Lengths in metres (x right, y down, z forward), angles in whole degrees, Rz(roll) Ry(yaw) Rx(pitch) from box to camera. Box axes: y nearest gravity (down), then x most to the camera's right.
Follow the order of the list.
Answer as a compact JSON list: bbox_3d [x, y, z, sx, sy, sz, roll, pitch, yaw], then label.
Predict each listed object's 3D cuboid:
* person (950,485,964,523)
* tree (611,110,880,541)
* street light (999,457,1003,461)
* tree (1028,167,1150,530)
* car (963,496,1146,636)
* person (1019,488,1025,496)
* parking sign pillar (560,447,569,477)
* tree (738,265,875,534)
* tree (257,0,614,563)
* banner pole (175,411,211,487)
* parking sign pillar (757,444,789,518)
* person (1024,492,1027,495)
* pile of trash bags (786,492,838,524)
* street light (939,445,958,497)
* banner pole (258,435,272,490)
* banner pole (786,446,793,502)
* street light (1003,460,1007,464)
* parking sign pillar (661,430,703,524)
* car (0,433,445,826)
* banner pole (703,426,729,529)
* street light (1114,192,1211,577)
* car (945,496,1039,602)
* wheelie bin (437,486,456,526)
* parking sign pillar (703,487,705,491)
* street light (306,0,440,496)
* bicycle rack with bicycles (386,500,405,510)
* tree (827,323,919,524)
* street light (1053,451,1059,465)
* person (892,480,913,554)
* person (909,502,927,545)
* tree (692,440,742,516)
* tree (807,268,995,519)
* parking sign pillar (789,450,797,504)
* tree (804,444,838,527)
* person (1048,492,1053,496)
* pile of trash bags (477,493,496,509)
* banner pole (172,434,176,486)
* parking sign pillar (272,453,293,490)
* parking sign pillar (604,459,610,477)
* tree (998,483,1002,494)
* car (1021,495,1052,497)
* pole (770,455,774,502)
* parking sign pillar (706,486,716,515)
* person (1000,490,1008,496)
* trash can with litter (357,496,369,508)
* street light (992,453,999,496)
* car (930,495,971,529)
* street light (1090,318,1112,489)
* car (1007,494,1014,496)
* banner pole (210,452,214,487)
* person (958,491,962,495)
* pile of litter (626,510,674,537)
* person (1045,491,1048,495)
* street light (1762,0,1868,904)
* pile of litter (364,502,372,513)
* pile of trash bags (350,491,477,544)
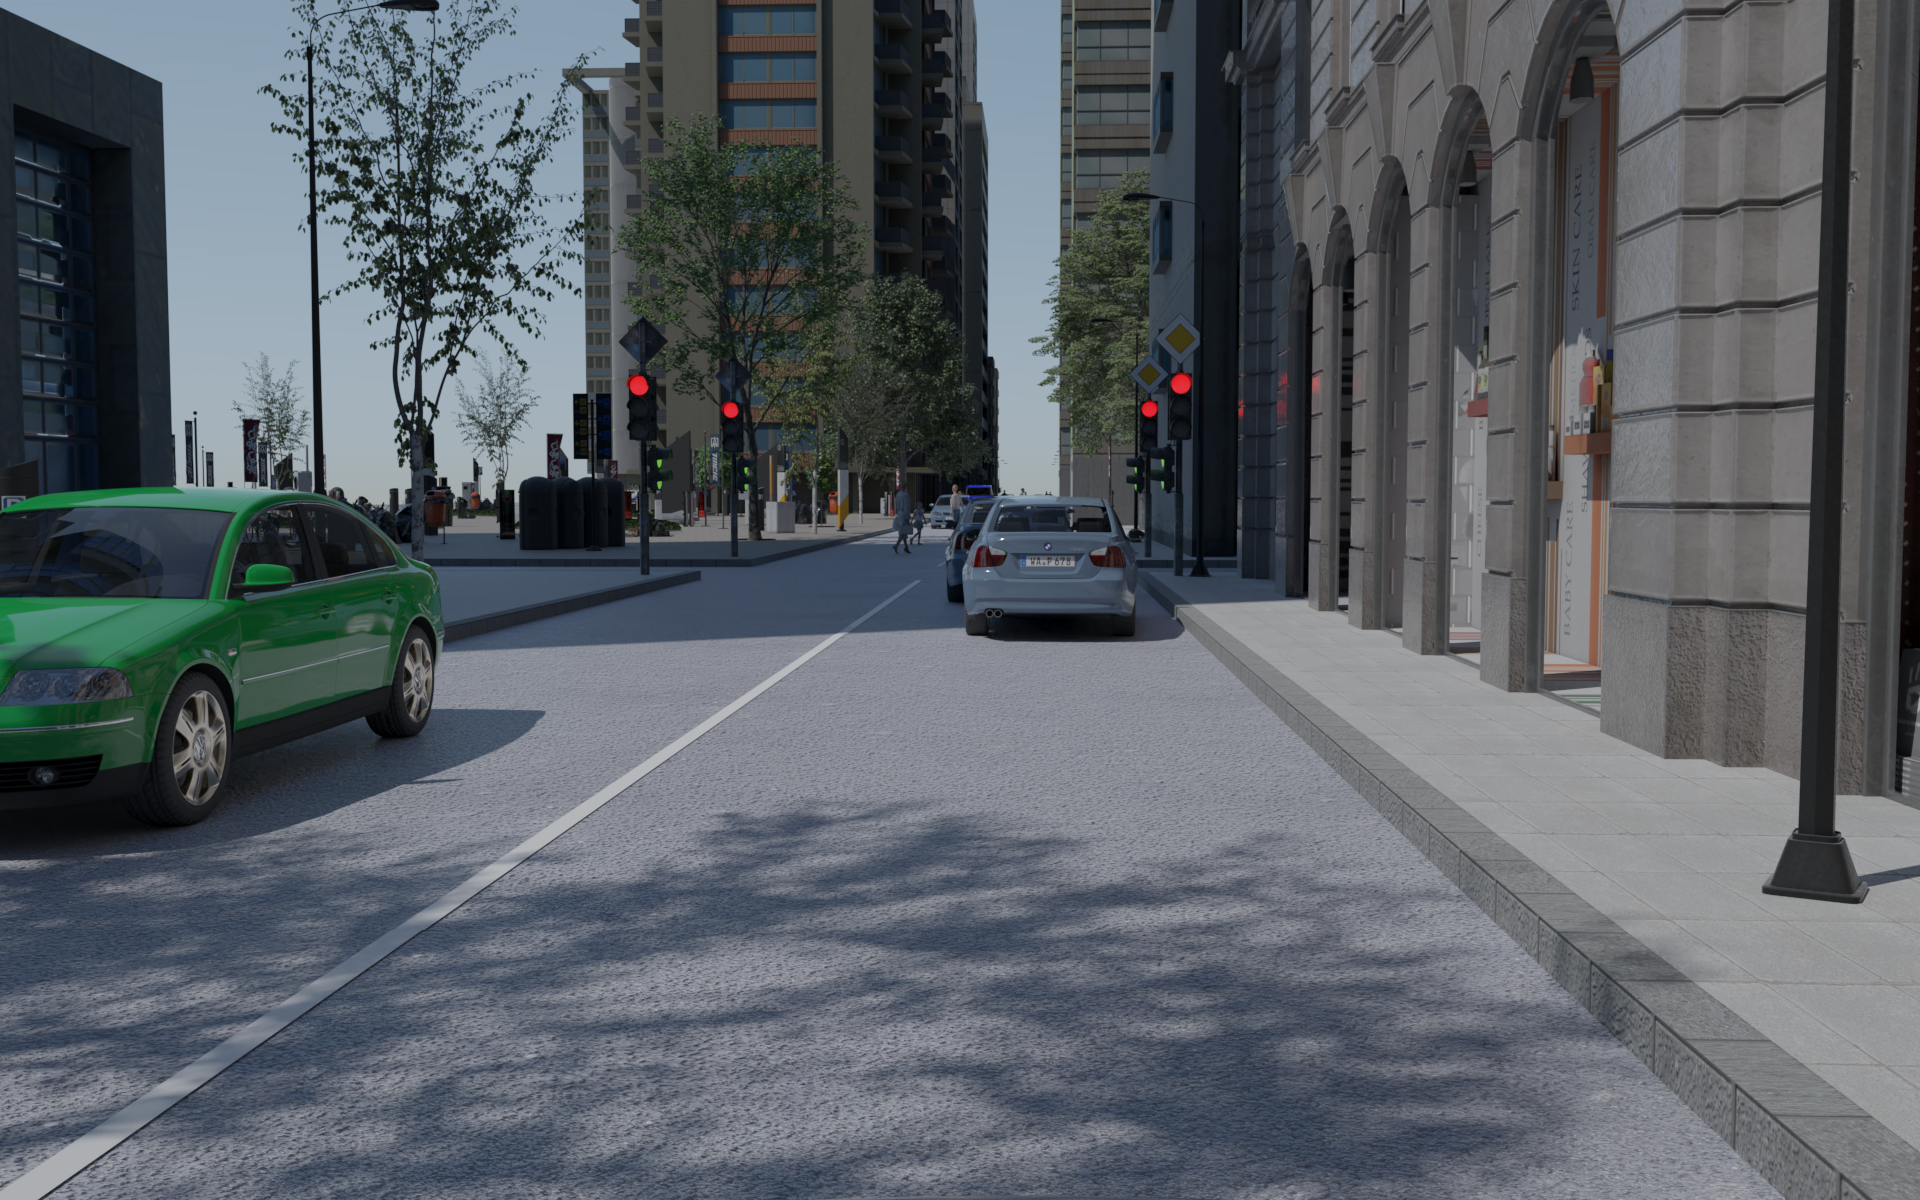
[{"bbox_3d":[0.012,-3.013,58.437,0.598,1.740,0.731,1,4,18],"label":"person"},{"bbox_3d":[-5.834,-7.462,47.766,9.928,11.665,9.643,0,3,0],"label":"tree"},{"bbox_3d":[4.271,-14.908,216.282,1.470,5.913,1.316,0,4,3],"label":"street light"},{"bbox_3d":[6.124,-8.739,61.005,7.486,12.596,7.792,0,3,0],"label":"tree"},{"bbox_3d":[1.019,-0.415,18.794,2.014,1.417,4.499,0,4,5],"label":"car"},{"bbox_3d":[3.671,-5.778,103.236,0.850,1.792,0.678,1,4,10],"label":"person"},{"bbox_3d":[-20.712,-6.183,89.557,1.447,3.967,1.447,-3,5,-39],"label":"parking sign pillar"},{"bbox_3d":[-4.872,-6.409,55.143,4.737,8.622,4.395,0,3,0],"label":"tree"},{"bbox_3d":[-6.727,-4.381,21.997,4.360,8.622,3.978,0,3,0],"label":"tree"},{"bbox_3d":[-23.019,-3.789,51.967,0.401,3.779,0.863,0,4,4],"label":"banner pole"},{"bbox_3d":[-10.232,-6.359,92.449,1.447,3.967,1.447,1,4,19],"label":"parking sign pillar"},{"bbox_3d":[8.371,-12.767,217.963,0.721,1.743,1.217,2,4,24],"label":"person"},{"bbox_3d":[-6.269,-3.930,74.009,3.447,1.369,1.912,3,5,42],"label":"pile of trash bags"},{"bbox_3d":[-0.750,-8.561,112.521,1.470,5.913,1.316,0,4,3],"label":"street light"},{"bbox_3d":[-29.361,-5.096,73.333,0.401,3.779,0.863,2,4,30],"label":"banner pole"},{"bbox_3d":[-8.858,-6.044,88.830,0.863,3.779,0.401,1,4,14],"label":"banner pole"},{"bbox_3d":[5.385,-16.205,237.493,1.470,5.913,1.316,0,4,3],"label":"street light"},{"bbox_3d":[-12.029,-5.213,73.711,1.447,3.967,1.447,1,4,13],"label":"parking sign pillar"},{"bbox_3d":[-4.122,-0.006,8.895,1.959,1.807,4.718,0,4,2],"label":"car"},{"bbox_3d":[-8.900,-4.510,63.754,0.863,3.779,0.401,2,4,35],"label":"banner pole"},{"bbox_3d":[3.193,-3.319,26.807,1.470,5.913,1.316,0,4,3],"label":"street light"},{"bbox_3d":[0.765,-0.748,24.236,2.014,1.417,4.499,0,4,3],"label":"car"},{"bbox_3d":[-20.409,-3.709,68.544,0.980,1.594,0.693,-3,5,-42],"label":"wheelie bin"},{"bbox_3d":[-13.089,-5.730,82.165,1.447,3.967,1.447,0,4,7],"label":"parking sign pillar"},{"bbox_3d":[-5.551,-2.679,16.338,1.470,5.913,1.316,0,4,3],"label":"street light"},{"bbox_3d":[-32.052,-5.449,102.473,2.925,0.926,2.852,1,4,16],"label":"bicycle rack with bicycles"},{"bbox_3d":[-4.140,-7.595,74.545,4.360,8.622,3.978,0,3,0],"label":"tree"},{"bbox_3d":[11.061,-13.060,186.074,1.470,5.913,1.316,0,4,3],"label":"street light"},{"bbox_3d":[-1.406,-2.006,41.658,0.624,1.780,0.694,-1,4,-23],"label":"person"},{"bbox_3d":[-1.165,-2.160,48.824,0.505,1.210,0.382,-3,5,-44],"label":"person"},{"bbox_3d":[-14.163,-7.153,100.668,4.285,4.588,4.351,0,3,0],"label":"tree"},{"bbox_3d":[-2.995,-10.462,88.067,9.611,12.733,9.660,0,3,0],"label":"tree"},{"bbox_3d":[-10.116,-6.999,102.912,1.447,3.967,1.447,-2,4,-27],"label":"parking sign pillar"},{"bbox_3d":[-5.227,-4.429,67.021,1.663,3.219,1.824,0,3,0],"label":"tree"},{"bbox_3d":[12.090,-13.613,231.601,0.617,1.759,0.750,1,4,16],"label":"person"},{"bbox_3d":[-28.514,-5.786,104.351,1.912,1.369,3.447,1,4,10],"label":"pile of trash bags"},{"bbox_3d":[-28.925,-4.494,63.488,0.401,3.779,0.863,0,4,3],"label":"banner pole"},{"bbox_3d":[-43.808,-7.557,112.030,1.447,3.967,1.447,2,4,32],"label":"parking sign pillar"},{"bbox_3d":[-22.670,-7.488,110.904,1.447,3.967,1.447,0,4,-3],"label":"parking sign pillar"},{"bbox_3d":[5.731,-16.797,269.232,1.663,3.219,1.824,0,3,0],"label":"tree"},{"bbox_3d":[2.020,-2.059,45.666,2.014,1.417,4.499,0,4,3],"label":"car"},{"bbox_3d":[-9.936,-5.970,91.447,0.158,3.312,0.155,0,3,0],"label":"pole"},{"bbox_3d":[-15.570,-7.135,105.135,1.447,3.967,1.447,1,4,17],"label":"parking sign pillar"},{"bbox_3d":[4.079,-9.181,158.595,1.348,1.826,0.705,1,4,20],"label":"person"},{"bbox_3d":[-35.329,-5.598,102.912,0.624,1.170,1.055,1,4,23],"label":"trash can with litter"},{"bbox_3d":[3.316,-13.608,195.030,1.470,5.913,1.316,0,4,3],"label":"street light"},{"bbox_3d":[-0.242,-3.704,72.558,2.014,1.417,4.499,0,4,3],"label":"car"},{"bbox_3d":[4.124,-4.481,45.807,1.470,5.913,1.316,0,4,3],"label":"street light"},{"bbox_3d":[5.003,-10.394,180.167,2.015,1.641,3.980,0,4,3],"label":"car"},{"bbox_3d":[-39.141,-6.121,90.089,0.401,3.779,0.863,2,4,31],"label":"banner pole"},{"bbox_3d":[-0.017,-6.043,109.105,0.330,1.601,0.589,0,4,7],"label":"person"},{"bbox_3d":[-9.491,-2.334,52.123,1.719,0.858,1.176,0,4,-3],"label":"pile of litter"},{"bbox_3d":[12.615,-14.985,253.139,1.348,1.869,0.705,-3,4,-36],"label":"person"},{"bbox_3d":[2.221,-2.013,5.449,1.470,5.913,1.316,0,4,3],"label":"street light"},{"bbox_3d":[-32.994,-5.009,95.855,1.176,0.858,1.719,-2,4,-25],"label":"pile of litter"},{"bbox_3d":[-14.596,-2.163,45.113,3.447,1.369,1.912,2,4,32],"label":"pile of trash bags"}]
